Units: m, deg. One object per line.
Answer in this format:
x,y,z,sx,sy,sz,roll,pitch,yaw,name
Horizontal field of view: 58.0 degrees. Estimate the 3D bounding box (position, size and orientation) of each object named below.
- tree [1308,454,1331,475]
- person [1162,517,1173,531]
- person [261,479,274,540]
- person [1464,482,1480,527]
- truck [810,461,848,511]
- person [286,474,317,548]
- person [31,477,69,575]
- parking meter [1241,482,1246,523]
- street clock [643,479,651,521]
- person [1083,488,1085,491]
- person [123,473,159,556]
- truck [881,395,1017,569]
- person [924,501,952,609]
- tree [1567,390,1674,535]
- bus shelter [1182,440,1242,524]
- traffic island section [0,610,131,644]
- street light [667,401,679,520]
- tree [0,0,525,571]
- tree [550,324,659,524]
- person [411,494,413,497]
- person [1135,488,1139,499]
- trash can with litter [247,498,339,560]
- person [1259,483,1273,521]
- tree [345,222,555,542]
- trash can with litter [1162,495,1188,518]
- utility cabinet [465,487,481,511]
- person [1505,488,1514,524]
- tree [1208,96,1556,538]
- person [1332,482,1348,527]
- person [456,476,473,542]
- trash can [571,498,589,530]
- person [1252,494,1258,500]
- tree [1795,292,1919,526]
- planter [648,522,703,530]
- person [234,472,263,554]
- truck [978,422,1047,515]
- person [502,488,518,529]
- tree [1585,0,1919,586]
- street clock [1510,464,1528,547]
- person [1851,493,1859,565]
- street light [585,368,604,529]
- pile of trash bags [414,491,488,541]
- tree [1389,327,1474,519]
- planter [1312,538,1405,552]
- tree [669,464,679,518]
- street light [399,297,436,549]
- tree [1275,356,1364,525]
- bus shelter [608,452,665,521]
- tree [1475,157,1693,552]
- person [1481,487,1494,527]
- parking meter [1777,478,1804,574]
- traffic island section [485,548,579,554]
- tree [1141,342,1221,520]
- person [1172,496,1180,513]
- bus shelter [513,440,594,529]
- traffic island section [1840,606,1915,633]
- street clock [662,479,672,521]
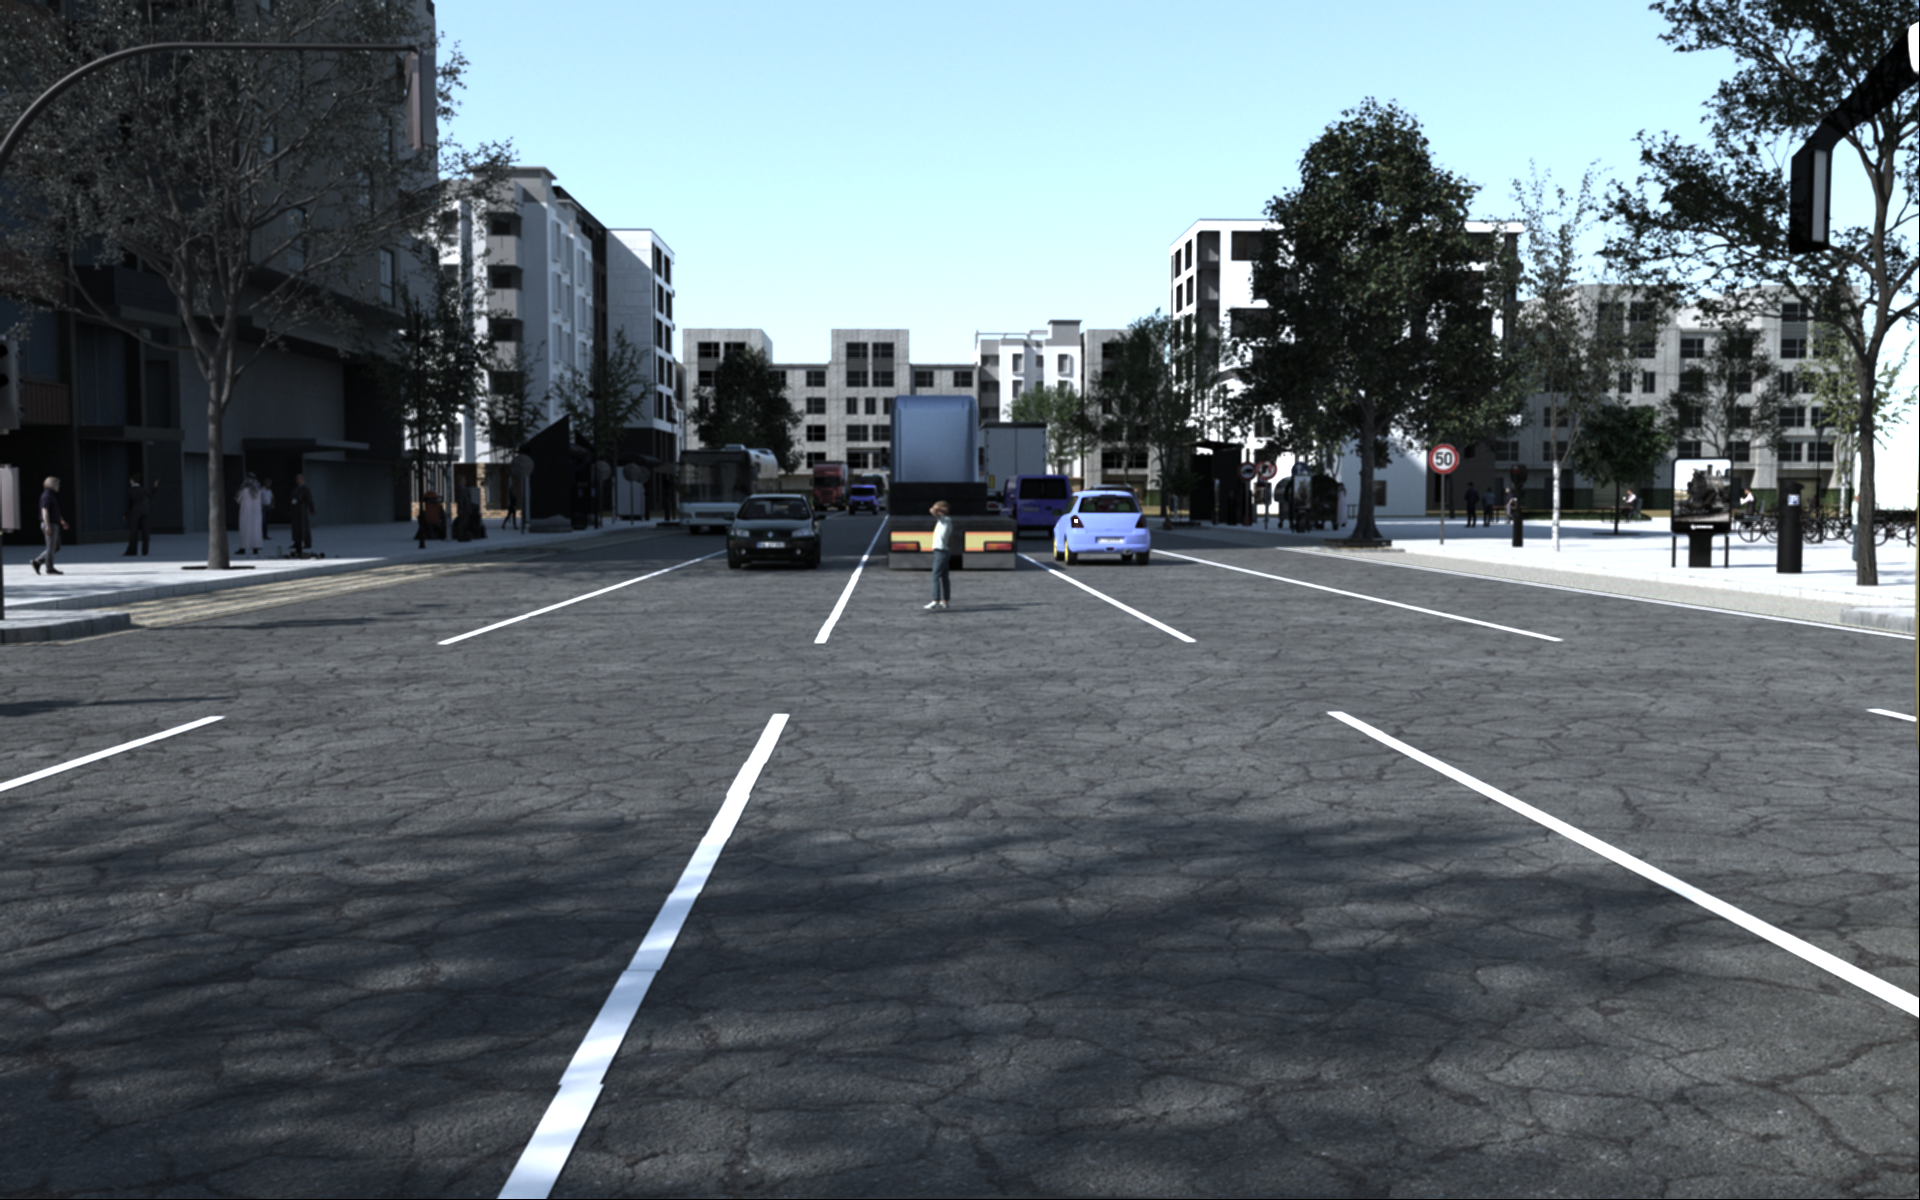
17.174,-5.402,82.923,1.663,3.219,1.824,0,3,0,tree
8.092,-2.979,67.681,0.381,0.543,0.357,-1,4,-16,person
-19.602,-2.568,48.971,0.436,1.711,0.756,2,4,27,person
19.719,-3.683,66.962,0.576,1.737,0.504,-3,4,-37,person
-11.113,-9.764,148.561,2.839,4.237,11.283,0,4,-1,truck
-15.603,-2.100,40.931,0.990,1.755,0.434,2,4,33,person
-14.471,-1.177,27.501,0.471,1.553,0.569,1,4,13,person
12.658,-4.393,77.542,0.399,1.863,0.255,2,4,34,parking meter
-15.020,-4.804,83.120,0.358,2.002,0.471,1,4,11,street clock
10.601,-8.564,146.600,0.750,1.759,0.617,3,5,40,person
-17.149,-1.800,36.269,0.445,1.727,0.742,1,4,16,person
-0.487,-3.152,41.292,2.967,4.110,18.799,0,4,-2,truck
-0.273,-0.573,21.782,0.340,1.345,0.435,0,4,3,person
20.792,-4.344,54.744,4.285,4.588,4.351,0,3,0,tree
11.340,-5.307,78.057,1.731,3.624,6.357,0,4,-2,bus shelter
-9.859,0.284,17.631,2.009,0.180,2.903,0,4,-2,traffic island section
-14.242,-6.923,85.973,0.468,5.910,1.993,0,4,-2,street light
-12.687,-7.275,29.311,12.009,13.543,11.850,0,3,0,tree
-15.168,-7.588,74.421,4.737,8.622,4.395,0,3,0,tree
-28.714,-5.088,89.764,0.617,1.759,0.750,0,4,5,person
14.532,-8.287,142.062,0.617,1.759,0.750,-1,4,-22,person
-13.237,-1.432,34.479,1.678,1.210,2.233,-2,4,-28,trash can with litter
14.346,-4.588,81.202,0.789,1.805,0.875,-1,4,-12,person
-14.000,-5.881,46.510,4.360,8.622,3.978,0,3,0,tree
11.633,-4.980,92.486,1.678,1.210,2.233,2,4,33,trash can with litter
-14.623,-2.634,51.743,0.318,1.500,1.173,-2,4,-32,utility cabinet
23.651,-4.047,74.424,0.471,1.553,0.569,1,4,20,person
11.966,-8.149,50.249,9.611,12.733,9.660,0,3,0,tree
14.987,-3.759,68.172,0.621,1.740,0.551,1,4,23,person
-13.322,-2.446,46.590,0.434,1.755,0.990,0,4,-2,person
-13.647,-3.077,61.966,0.748,1.137,0.748,0,3,0,trash can
16.253,-5.551,97.327,0.721,1.766,1.217,-3,5,-41,person
32.820,-6.932,63.694,4.737,8.622,4.395,0,3,0,tree
-11.340,-2.945,69.293,1.991,0.319,1.994,0,4,-2,planter
-15.159,-1.852,37.000,0.621,1.740,0.551,2,4,26,person
1.901,-5.149,73.102,2.839,4.237,11.283,0,4,-3,truck
-16.286,-3.310,62.710,0.613,1.512,0.480,-1,4,-15,person
12.391,-5.480,24.008,7.601,10.594,8.767,0,4,-1,tree
13.526,-2.287,41.957,0.358,2.002,0.471,0,4,-7,street clock
16.347,-1.316,31.467,0.340,1.345,0.435,-1,4,-17,person
-13.458,-5.574,63.929,0.468,5.910,1.993,0,4,-2,street light
-14.505,-2.392,48.855,1.912,1.369,3.447,0,4,-4,pile of trash bags
25.801,-9.557,90.667,8.767,10.594,7.601,0,4,2,tree
9.896,-1.360,43.370,1.991,0.319,1.994,0,4,-2,planter
-14.795,-5.958,92.012,1.663,3.219,1.824,0,3,0,tree
-12.701,-4.155,40.716,0.468,5.910,1.993,0,4,-2,street light
15.539,-7.443,72.054,4.737,8.622,4.395,0,3,0,tree
-16.099,-5.663,86.514,2.014,3.302,5.546,0,4,-2,bus shelter
13.440,-5.370,38.162,4.360,8.622,3.978,0,3,0,tree
20.640,-3.640,67.766,0.499,1.552,0.429,3,4,36,person
13.458,-1.202,28.064,0.372,1.533,0.369,0,3,0,parking meter
-10.401,-1.193,42.372,1.991,0.108,1.994,0,4,-2,traffic island section
10.712,-8.241,85.110,4.737,8.622,4.395,0,3,0,tree
14.962,-6.791,120.306,0.599,1.433,0.991,3,5,43,person
-15.398,-4.405,65.946,2.014,3.302,5.546,0,4,-2,bus shelter
10.770,0.241,18.345,2.009,0.180,2.903,0,4,-2,traffic island section
-13.873,-4.739,82.049,0.471,2.002,0.358,2,4,29,street clock
